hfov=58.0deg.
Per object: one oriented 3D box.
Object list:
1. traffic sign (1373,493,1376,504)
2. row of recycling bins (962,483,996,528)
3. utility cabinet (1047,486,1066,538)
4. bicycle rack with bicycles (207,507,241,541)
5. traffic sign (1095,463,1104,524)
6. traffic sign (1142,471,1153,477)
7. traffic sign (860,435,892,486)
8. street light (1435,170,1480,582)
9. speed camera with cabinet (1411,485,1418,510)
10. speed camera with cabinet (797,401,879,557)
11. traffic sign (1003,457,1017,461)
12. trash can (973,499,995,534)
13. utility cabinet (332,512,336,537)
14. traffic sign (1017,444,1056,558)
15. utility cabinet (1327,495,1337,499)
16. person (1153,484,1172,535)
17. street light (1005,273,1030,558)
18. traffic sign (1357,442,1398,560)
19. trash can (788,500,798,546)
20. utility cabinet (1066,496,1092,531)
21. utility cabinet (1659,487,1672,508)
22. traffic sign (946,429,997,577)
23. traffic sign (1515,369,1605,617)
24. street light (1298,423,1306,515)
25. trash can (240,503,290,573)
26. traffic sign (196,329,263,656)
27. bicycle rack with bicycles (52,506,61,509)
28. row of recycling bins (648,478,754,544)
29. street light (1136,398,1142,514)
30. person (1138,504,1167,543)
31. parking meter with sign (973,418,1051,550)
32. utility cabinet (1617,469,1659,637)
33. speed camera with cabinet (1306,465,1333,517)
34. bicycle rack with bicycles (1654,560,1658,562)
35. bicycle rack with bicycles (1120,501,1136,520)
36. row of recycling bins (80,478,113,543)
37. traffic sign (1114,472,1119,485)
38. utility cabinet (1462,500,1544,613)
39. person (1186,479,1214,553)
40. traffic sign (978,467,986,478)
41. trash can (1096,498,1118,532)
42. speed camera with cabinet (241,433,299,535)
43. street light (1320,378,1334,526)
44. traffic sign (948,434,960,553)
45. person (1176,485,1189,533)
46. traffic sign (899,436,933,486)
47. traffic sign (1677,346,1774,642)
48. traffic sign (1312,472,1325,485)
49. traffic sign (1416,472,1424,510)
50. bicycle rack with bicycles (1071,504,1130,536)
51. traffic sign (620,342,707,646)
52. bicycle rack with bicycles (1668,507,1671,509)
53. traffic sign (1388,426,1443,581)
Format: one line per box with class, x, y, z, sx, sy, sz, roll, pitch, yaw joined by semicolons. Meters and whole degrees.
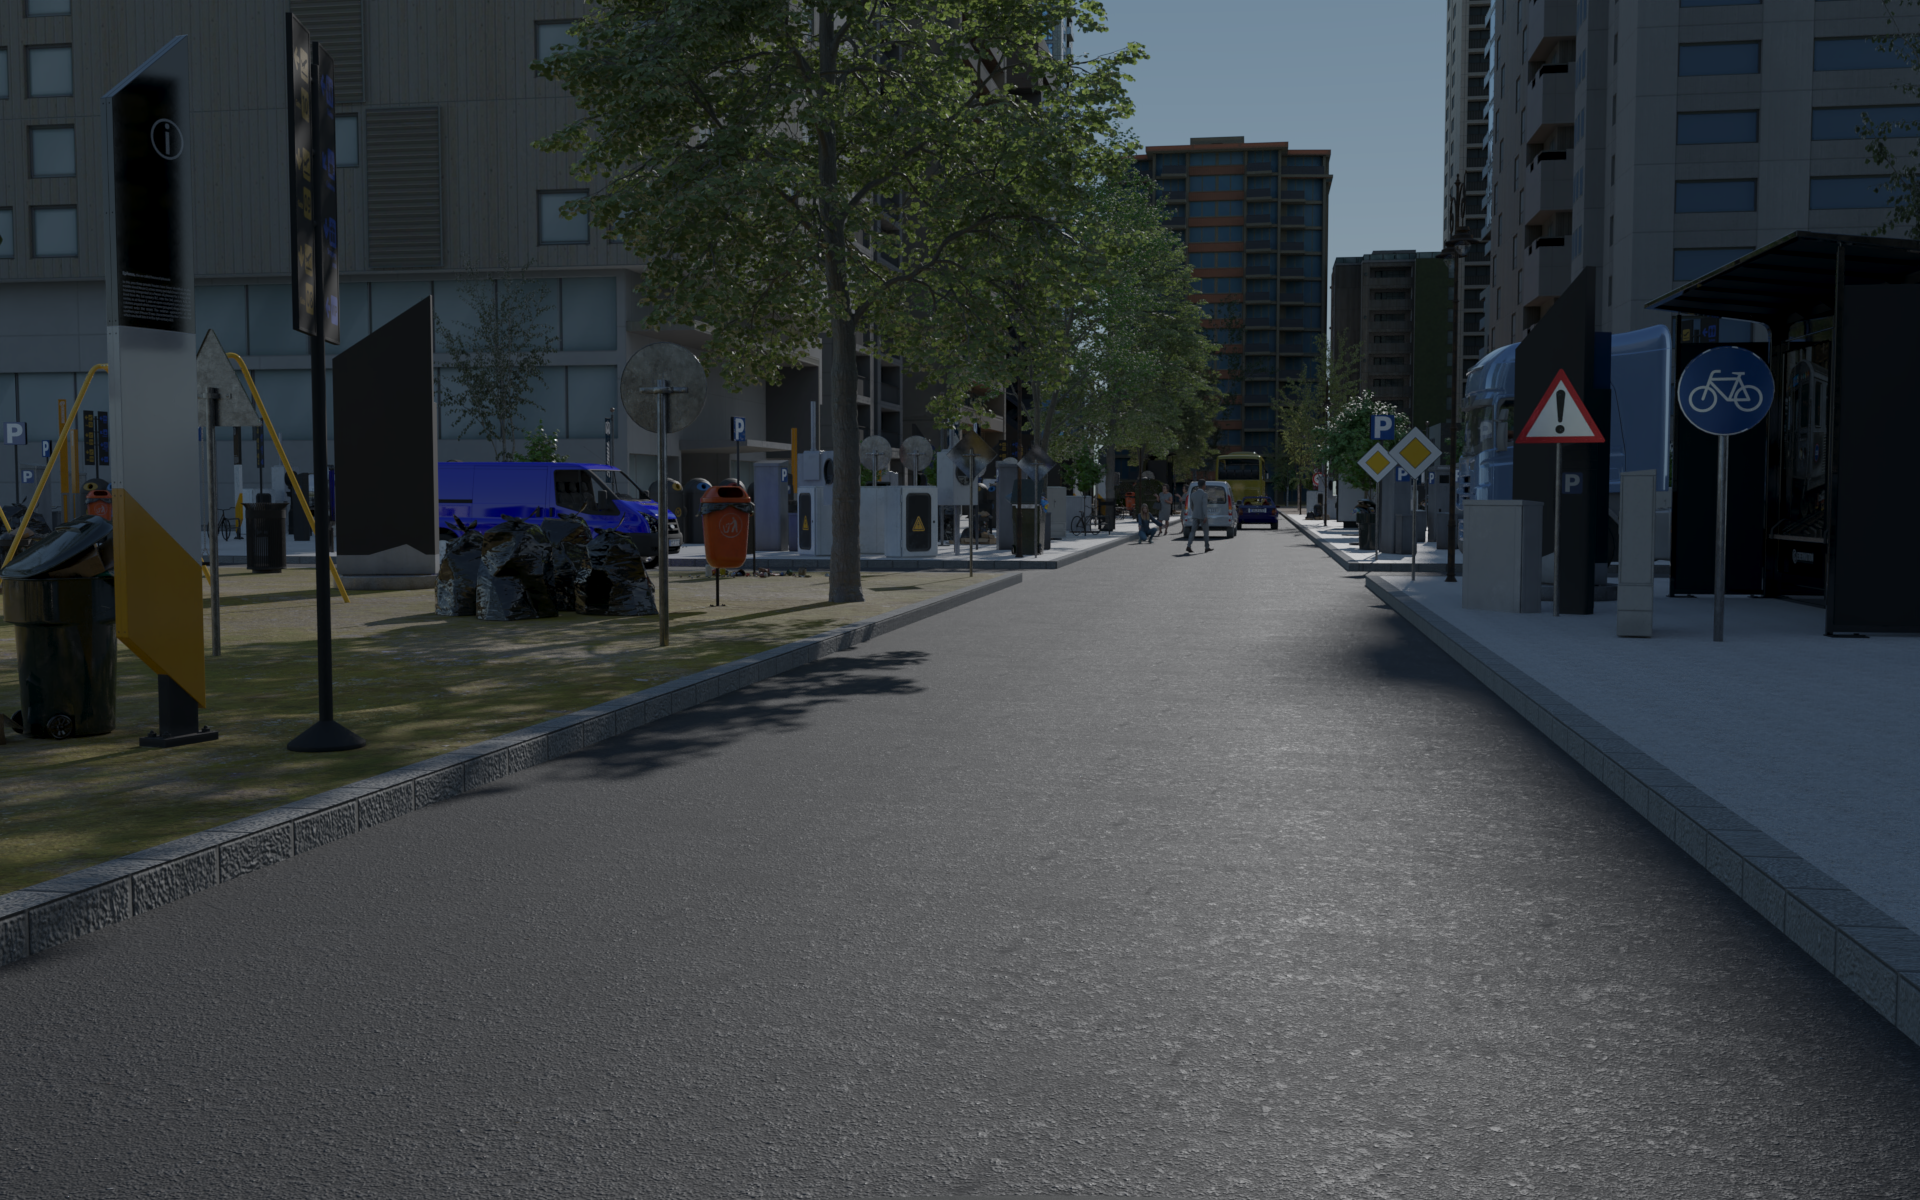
traffic sign;11.735;-2.991;49.013;0.768;2.556;0.104;1;4;18
row of recycling bins;1.699;-3.543;65.039;3.534;1.692;1.069;3;5;45
utility cabinet;2.588;-2.543;50.260;1.173;1.500;0.318;-3;5;-44
bicycle rack with bicycles;-21.042;-2.085;47.476;2.852;0.926;2.925;-1;4;-11
traffic sign;5.576;-4.333;70.947;0.768;2.556;0.104;1;4;15
traffic sign;10.247;-5.785;94.684;0.768;2.556;0.104;1;4;12
traffic sign;-1.852;-2.289;37.530;0.768;2.556;0.104;1;4;16
street light;7.180;-3.203;25.153;0.468;5.910;1.993;1;4;10
speed camera with cabinet;18.677;-4.770;72.327;0.660;3.252;2.038;2;4;24
speed camera with cabinet;-2.421;-2.613;37.053;2.038;3.252;0.660;1;4;16
traffic sign;1.721;-3.662;59.974;0.768;2.556;0.104;1;4;19
trash can;0.577;-2.162;46.994;0.748;1.137;0.748;0;3;0
utility cabinet;-18.500;-2.642;51.882;0.318;1.500;1.173;2;4;24
traffic sign;1.523;-1.896;34.642;0.795;2.450;0.064;1;4;10
utility cabinet;21.286;-5.340;98.462;1.020;1.237;0.306;2;4;30
person;6.992;-3.136;60.127;0.716;1.782;0.532;2;4;31
street light;1.200;-3.797;34.872;0.468;5.910;1.993;1;4;10
traffic sign;8.069;-1.827;33.507;0.795;2.450;0.064;1;4;10
trash can;-3.767;-1.801;41.102;0.748;1.137;0.748;0;3;0
utility cabinet;4.094;-3.033;60.753;1.020;1.237;0.306;-1;4;-19
utility cabinet;22.686;-2.872;55.643;0.318;1.500;1.173;-1;4;-21
traffic sign;0.177;-1.415;26.771;0.795;2.450;0.064;1;4;10
traffic sign;6.252;-1.106;18.089;0.884;2.594;0.081;1;4;17
street light;21.092;-8.217;107.129;0.468;5.910;1.993;1;4;10
trash can;-11.305;-1.013;28.215;0.748;1.137;0.748;0;3;0
traffic sign;-5.897;-0.835;13.664;0.884;2.594;0.081;1;4;14
bicycle rack with bicycles;-52.989;-5.197;98.350;2.925;0.926;2.852;-1;4;-17
row of recycling bins;-6.386;-2.320;45.052;3.534;1.692;1.069;-2;4;-29
street light;7.539;-6.086;72.292;0.468;5.910;1.993;1;4;10
person;5.555;-2.239;50.607;1.012;1.151;0.738;-1;4;-15
parking meter with sign;1.208;-2.663;39.806;1.738;3.016;0.543;-1;4;-8
utility cabinet;6.205;-0.442;15.902;0.318;1.500;1.173;1;4;22
speed camera with cabinet;18.637;-5.828;89.617;0.660;3.252;2.038;3;4;37
bicycle rack with bicycles;12.142;-1.228;33.461;2.925;0.926;2.852;2;4;30
bicycle rack with bicycles;7.379;-4.424;85.716;2.925;0.926;2.852;1;4;23
row of recycling bins;-21.416;-2.310;44.889;3.534;1.692;1.069;2;4;26
traffic sign;7.178;-4.849;81.407;0.606;2.300;0.079;1;4;13
utility cabinet;5.977;-0.485;19.099;0.306;1.237;1.020;-1;4;-21
person;5.865;-2.059;42.432;0.850;1.792;0.678;-3;5;-41
traffic sign;0.466;-3.389;55.518;0.768;2.556;0.104;1;4;17
trash can;5.042;-2.927;59.502;0.748;1.137;0.748;0;3;0
speed camera with cabinet;-22.026;-3.727;55.277;0.660;3.252;2.038;1;4;23
street light;14.660;-5.903;69.301;0.468;5.910;1.993;1;4;10
traffic sign;-0.102;-2.313;37.825;0.884;2.594;0.081;1;4;19
person;8.214;-3.366;63.894;0.532;1.782;0.716;-1;4;-16
traffic sign;-0.973;-2.303;37.756;0.768;2.556;0.104;1;4;15
traffic sign;6.605;-0.911;15.008;0.768;2.556;0.104;1;4;17
traffic sign;20.770;-6.122;100.205;0.768;2.556;0.104;1;4;10
traffic sign;17.377;-3.906;65.989;0.606;2.300;0.079;1;4;15
bicycle rack with bicycles;3.287;-2.474;53.828;2.852;0.926;2.925;2;4;31
traffic sign;-2.497;-0.883;14.543;0.768;2.556;0.104;1;4;11
bicycle rack with bicycles;18.628;-2.050;46.906;2.925;0.926;2.852;2;4;35
traffic sign;6.723;-1.345;25.635;0.795;2.450;0.064;1;4;10
